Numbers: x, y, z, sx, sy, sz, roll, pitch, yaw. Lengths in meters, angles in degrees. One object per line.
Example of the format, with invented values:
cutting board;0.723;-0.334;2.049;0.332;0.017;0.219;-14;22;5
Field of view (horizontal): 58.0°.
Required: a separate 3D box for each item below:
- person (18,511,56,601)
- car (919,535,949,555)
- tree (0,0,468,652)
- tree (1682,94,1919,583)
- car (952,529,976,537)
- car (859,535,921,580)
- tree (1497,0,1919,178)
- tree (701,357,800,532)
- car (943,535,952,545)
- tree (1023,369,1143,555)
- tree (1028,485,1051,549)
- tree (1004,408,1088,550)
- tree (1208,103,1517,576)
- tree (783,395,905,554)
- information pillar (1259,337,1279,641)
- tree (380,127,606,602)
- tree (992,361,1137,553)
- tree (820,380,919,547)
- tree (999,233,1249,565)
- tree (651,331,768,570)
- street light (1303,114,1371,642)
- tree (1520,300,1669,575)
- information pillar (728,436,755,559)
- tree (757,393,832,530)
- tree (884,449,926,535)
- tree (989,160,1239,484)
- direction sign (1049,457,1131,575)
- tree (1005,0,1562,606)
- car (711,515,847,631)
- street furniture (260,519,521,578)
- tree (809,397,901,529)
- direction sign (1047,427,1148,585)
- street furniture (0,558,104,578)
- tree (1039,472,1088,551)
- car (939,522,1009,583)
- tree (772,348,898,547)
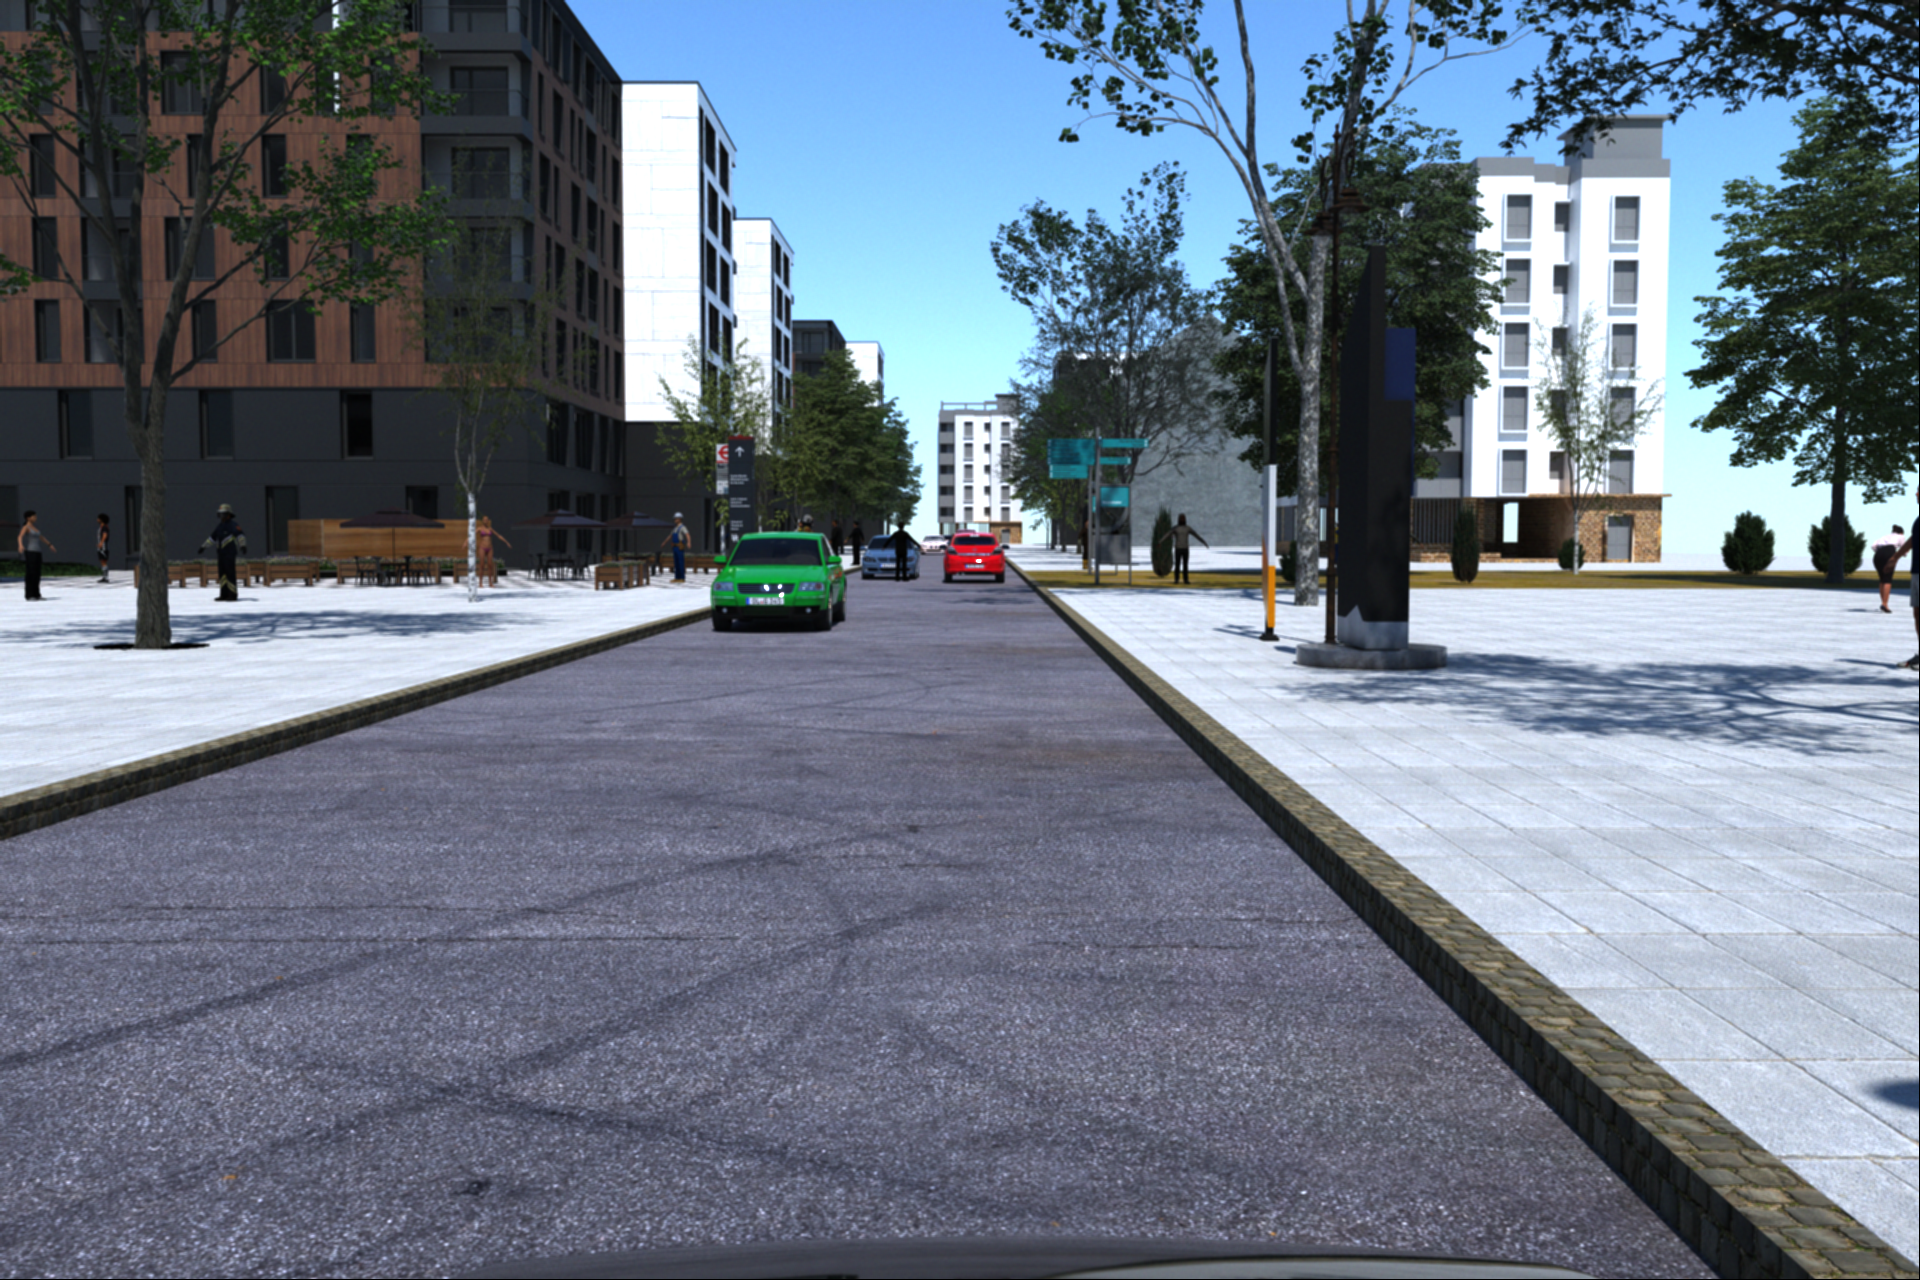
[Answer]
person;-17.822;-1.628;33.430;0.721;1.737;1.217;0;4;1
car;-1.813;-6.709;122.053;2.083;1.381;4.827;0;4;0
tree;-8.962;-5.700;18.955;9.928;11.665;9.643;0;3;0
tree;23.050;-7.781;45.346;7.486;12.596;7.792;0;3;0
car;0.482;-7.684;134.299;2.281;1.827;5.304;0;4;1
car;-2.220;-2.699;56.127;2.014;1.417;4.499;0;4;0
tree;6.391;-4.638;10.247;7.601;10.594;8.767;-1;4;-11
tree;-8.017;-7.401;71.372;4.360;8.622;3.978;0;3;0
car;-0.999;-8.002;143.416;1.945;1.354;3.894;0;4;1
tree;7.577;-11.185;108.627;9.928;11.665;9.643;0;3;0
tree;7.461;-12.057;147.499;4.737;8.622;4.395;0;3;0
tree;7.427;-13.611;140.659;7.486;12.596;7.792;0;3;0
tree;11.837;-8.949;52.979;9.857;13.997;8.962;0;3;0
tree;-7.754;-11.005;114.337;8.767;10.594;7.601;0;4;1
information pillar;3.737;-1.807;20.893;0.183;3.616;0.504;0;4;1
tree;-9.363;-5.006;32.213;4.360;8.622;3.978;0;3;0
tree;7.367;-12.863;120.677;12.009;13.543;11.850;0;3;0
tree;-7.935;-14.169;138.315;9.857;13.997;8.962;0;3;0
tree;6.837;-9.839;71.244;12.009;13.543;11.850;0;3;0
tree;-8.752;-6.834;62.092;4.737;8.622;4.395;0;3;0
street light;4.248;-2.868;19.684;0.468;5.910;1.993;0;4;1
tree;19.389;-6.382;54.701;4.360;8.622;3.978;0;3;0
information pillar;-5.813;-3.473;46.166;0.750;3.857;0.750;0;4;0
tree;-8.553;-8.582;90.671;4.737;8.622;4.395;0;3;0
tree;-9.568;-19.937;232.629;9.857;13.997;8.962;0;3;0
tree;8.397;-14.164;87.469;12.611;20.169;13.585;0;3;0
direction sign;4.026;-3.936;53.117;2.525;3.948;1.411;0;4;0
tree;5.806;-10.764;31.884;12.611;20.169;13.585;0;3;0
car;-2.781;-1.120;27.107;1.959;1.807;4.718;0;4;0
street furniture;-18.771;-2.836;53.216;9.812;1.723;11.010;-2;4;-33
tree;-7.950;-12.413;128.708;9.928;11.665;9.643;0;3;0
direction sign;3.430;-3.301;42.731;2.525;3.948;1.411;0;4;0
street furniture;-30.549;-2.332;53.759;5.734;0.657;10.072;-3;4;-37
tree;7.635;-11.129;132.318;4.737;8.622;4.395;0;3;0
car;0.425;-2.632;52.078;2.155;1.783;4.494;0;3;0
tree;-7.630;-11.461;105.516;7.486;12.596;7.792;0;3;0
